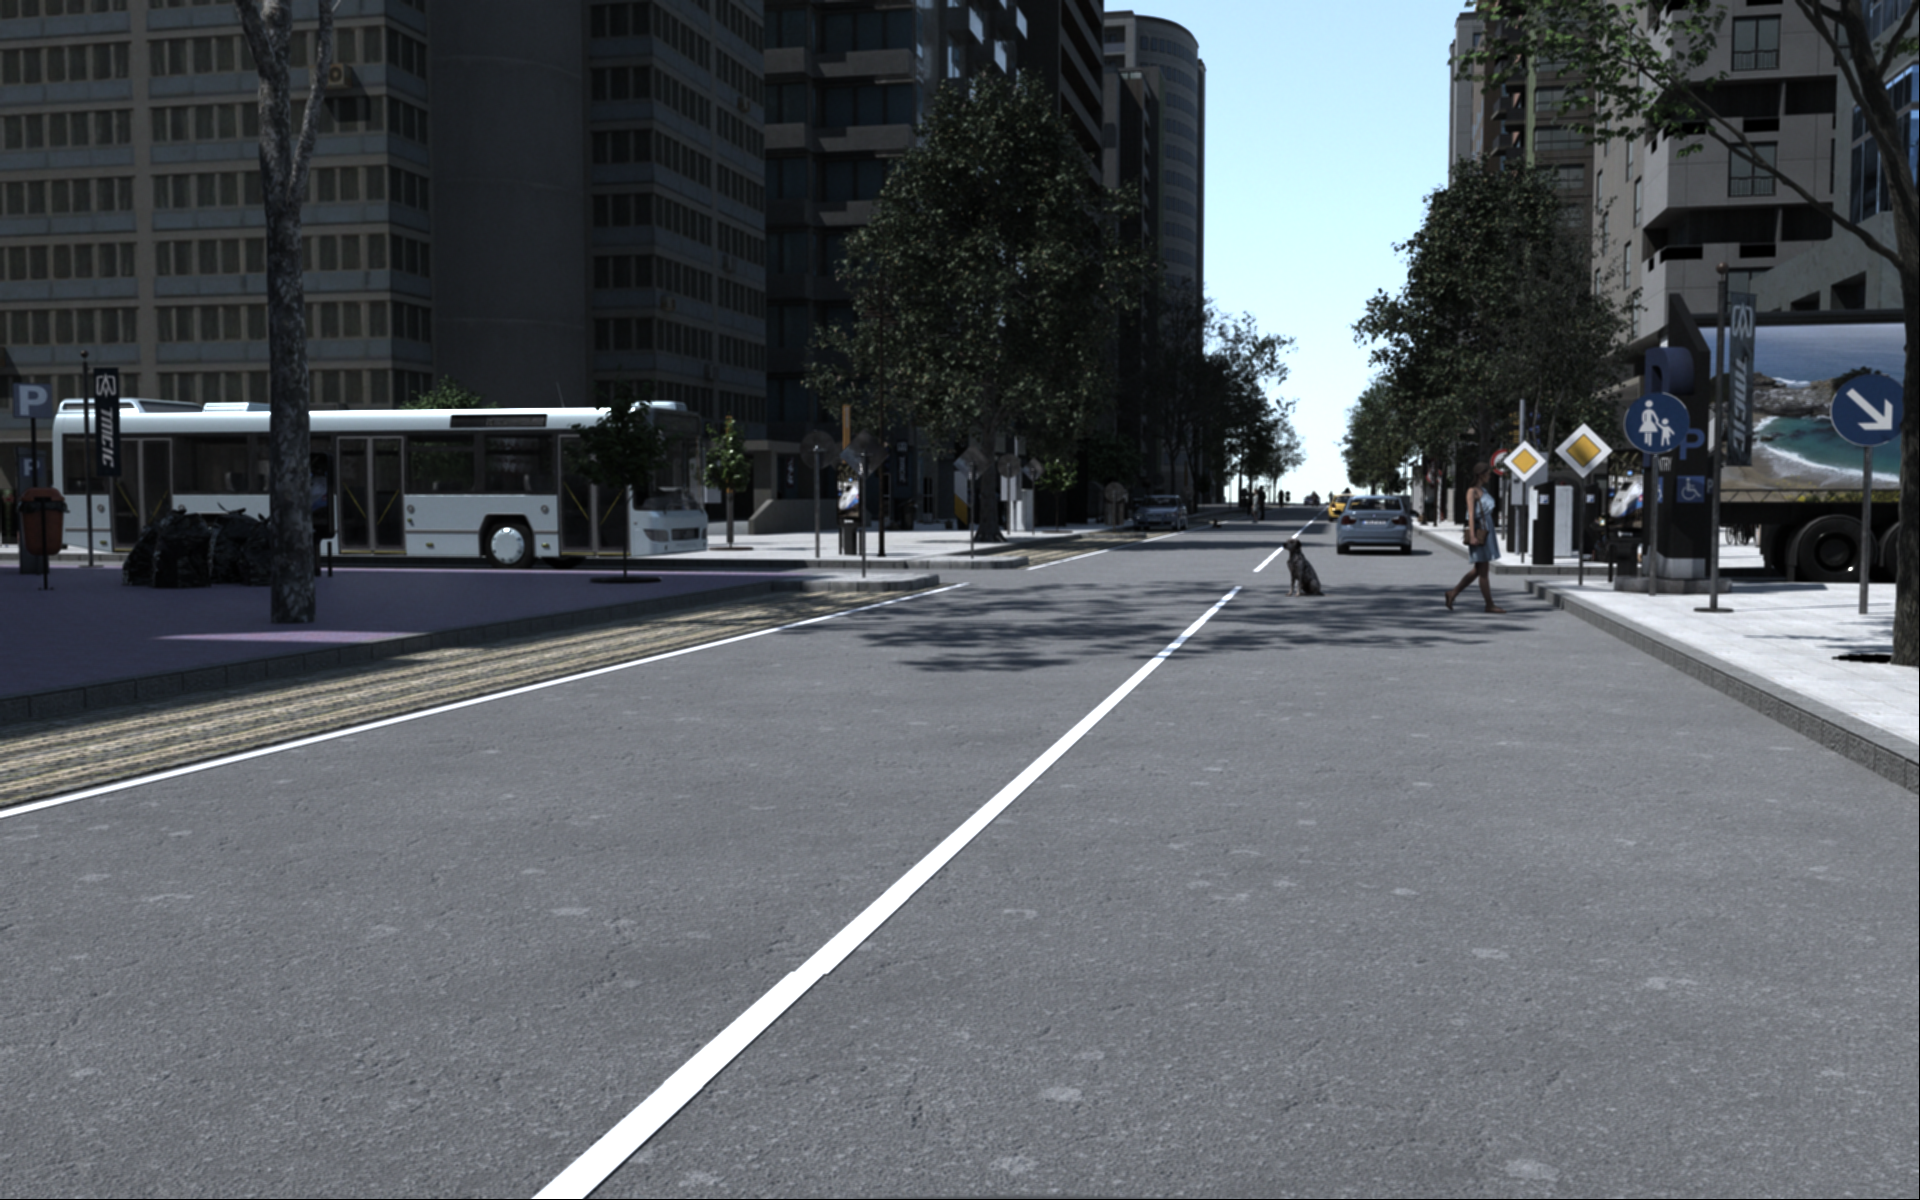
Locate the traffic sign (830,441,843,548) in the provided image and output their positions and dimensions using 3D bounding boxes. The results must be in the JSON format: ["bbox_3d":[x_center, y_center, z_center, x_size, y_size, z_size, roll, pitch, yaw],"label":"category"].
[{"bbox_3d":[-2.786,-2.528,41.438,0.768,2.556,0.104,1,4,17],"label":"traffic sign"}]

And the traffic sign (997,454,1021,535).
[{"bbox_3d":[1.529,-3.326,54.493,0.768,2.556,0.104,1,4,17],"label":"traffic sign"}]

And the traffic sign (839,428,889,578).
[{"bbox_3d":[-1.473,-1.401,26.550,0.795,2.450,0.064,1,4,12],"label":"traffic sign"}]

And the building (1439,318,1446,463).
[{"bbox_3d":[71.435,-33.722,234.942,14.154,41.232,14.086,1,4,12],"label":"building"}]

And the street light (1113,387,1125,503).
[{"bbox_3d":[6.539,-6.068,71.994,0.468,5.910,1.993,1,4,12],"label":"street light"}]

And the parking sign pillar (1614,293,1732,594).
[{"bbox_3d":[9.389,-2.095,22.719,1.447,3.967,1.447,0,4,5],"label":"parking sign pillar"}]

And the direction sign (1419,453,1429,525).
[{"bbox_3d":[19.281,-4.884,71.854,0.379,3.537,0.876,2,4,26],"label":"direction sign"}]

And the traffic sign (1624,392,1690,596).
[{"bbox_3d":[8.732,-1.325,21.768,0.768,2.556,0.104,1,4,20],"label":"traffic sign"}]

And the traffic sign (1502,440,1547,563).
[{"bbox_3d":[10.442,-1.740,32.089,0.795,2.450,0.064,1,4,12],"label":"traffic sign"}]

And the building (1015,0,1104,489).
[{"bbox_3d":[-1.907,-30.483,122.105,21.300,48.544,21.600,1,4,12],"label":"building"}]

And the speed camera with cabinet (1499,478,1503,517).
[{"bbox_3d":[30.572,-6.228,96.169,0.660,3.252,2.038,0,4,-3],"label":"speed camera with cabinet"}]

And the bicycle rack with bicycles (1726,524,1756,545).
[{"bbox_3d":[19.740,-1.923,44.819,2.925,0.926,2.852,-3,5,-43],"label":"bicycle rack with bicycles"}]

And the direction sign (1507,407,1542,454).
[{"bbox_3d":[14.712,-3.255,45.217,0.876,3.537,0.379,3,4,37],"label":"direction sign"}]

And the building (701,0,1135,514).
[{"bbox_3d":[-1.847,-27.753,145.644,32.217,40.220,23.993,1,4,12],"label":"building"}]

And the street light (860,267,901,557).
[{"bbox_3d":[-1.607,-3.828,35.380,0.468,5.910,1.993,1,4,12],"label":"street light"}]

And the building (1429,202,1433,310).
[{"bbox_3d":[74.863,-36.671,249.677,14.600,45.320,14.200,1,4,12],"label":"building"}]

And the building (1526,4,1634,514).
[{"bbox_3d":[45.750,-26.578,118.150,14.154,41.232,14.086,1,4,12],"label":"building"}]

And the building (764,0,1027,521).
[{"bbox_3d":[-8.662,-29.164,96.435,23.786,49.044,30.456,1,4,12],"label":"building"}]

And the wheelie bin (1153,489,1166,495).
[{"bbox_3d":[12.384,-6.099,107.619,0.980,1.594,0.693,2,4,29],"label":"wheelie bin"}]

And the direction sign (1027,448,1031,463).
[{"bbox_3d":[3.332,-5.068,74.864,0.876,3.537,0.379,1,4,15],"label":"direction sign"}]

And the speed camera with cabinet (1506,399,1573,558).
[{"bbox_3d":[11.939,-2.520,35.533,0.660,3.252,2.038,0,4,-2],"label":"speed camera with cabinet"}]

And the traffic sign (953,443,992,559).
[{"bbox_3d":[0.246,-1.878,34.348,0.795,2.450,0.064,1,4,12],"label":"traffic sign"}]

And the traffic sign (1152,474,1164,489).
[{"bbox_3d":[12.372,-6.610,108.180,0.768,2.556,0.104,1,4,19],"label":"traffic sign"}]

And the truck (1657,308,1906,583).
[{"bbox_3d":[16.912,-2.315,26.761,11.283,4.237,2.839,1,4,14],"label":"truck"}]

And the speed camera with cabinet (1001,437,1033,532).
[{"bbox_3d":[1.960,-3.968,59.210,0.660,3.252,2.038,1,4,19],"label":"speed camera with cabinet"}]

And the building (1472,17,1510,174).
[{"bbox_3d":[54.941,-31.222,160.585,14.600,45.320,14.200,1,4,12],"label":"building"}]

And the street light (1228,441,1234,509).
[{"bbox_3d":[22.913,-10.639,146.737,0.468,5.910,1.993,1,4,12],"label":"street light"}]

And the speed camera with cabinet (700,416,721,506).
[{"bbox_3d":[-6.750,-2.999,43.376,0.660,3.252,2.038,2,4,24],"label":"speed camera with cabinet"}]

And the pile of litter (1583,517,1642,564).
[{"bbox_3d":[12.336,-1.138,32.575,1.176,0.858,1.719,1,4,8],"label":"pile of litter"}]

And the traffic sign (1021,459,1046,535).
[{"bbox_3d":[2.295,-3.231,54.017,0.795,2.450,0.064,1,4,14],"label":"traffic sign"}]

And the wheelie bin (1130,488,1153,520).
[{"bbox_3d":[8.803,-4.716,85.007,0.980,1.594,0.693,1,4,20],"label":"wheelie bin"}]

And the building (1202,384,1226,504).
[{"bbox_3d":[22.736,-24.443,244.686,27.650,21.520,28.899,1,4,12],"label":"building"}]

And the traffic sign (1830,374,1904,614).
[{"bbox_3d":[9.654,-1.121,18.434,0.768,2.556,0.104,1,4,21],"label":"traffic sign"}]

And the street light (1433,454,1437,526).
[{"bbox_3d":[18.849,-5.855,68.517,0.468,5.910,1.993,1,4,12],"label":"street light"}]

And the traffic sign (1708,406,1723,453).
[{"bbox_3d":[10.134,-1.462,24.007,0.768,2.556,0.104,1,4,20],"label":"traffic sign"}]

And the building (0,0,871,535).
[{"bbox_3d":[-20.686,-22.705,63.108,32.217,40.220,23.993,1,4,12],"label":"building"}]

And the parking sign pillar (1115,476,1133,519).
[{"bbox_3d":[8.501,-6.214,90.064,1.447,3.967,1.447,2,4,29],"label":"parking sign pillar"}]

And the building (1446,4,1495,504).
[{"bbox_3d":[70.607,-41.016,212.610,21.231,58.520,28.212,1,4,12],"label":"building"}]

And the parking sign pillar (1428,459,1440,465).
[{"bbox_3d":[27.874,-6.958,102.240,1.447,3.967,1.447,0,4,-5],"label":"parking sign pillar"}]

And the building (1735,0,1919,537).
[{"bbox_3d":[38.488,-44.778,44.789,31.000,86.520,22.319,1,4,12],"label":"building"}]

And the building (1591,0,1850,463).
[{"bbox_3d":[46.475,-30.198,82.972,28.713,52.752,27.495,1,4,12],"label":"building"}]

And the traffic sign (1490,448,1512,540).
[{"bbox_3d":[15.155,-2.945,48.257,0.768,2.556,0.104,1,4,17],"label":"traffic sign"}]

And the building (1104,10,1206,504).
[{"bbox_3d":[18.574,-41.146,214.737,21.231,58.520,28.212,1,4,12],"label":"building"}]

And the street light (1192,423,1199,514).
[{"bbox_3d":[14.964,-8.413,110.334,0.468,5.910,1.993,1,4,12],"label":"street light"}]

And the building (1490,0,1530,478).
[{"bbox_3d":[54.363,-29.608,138.721,22.147,44.769,28.867,1,4,12],"label":"building"}]

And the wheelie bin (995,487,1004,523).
[{"bbox_3d":[1.492,-4.097,74.895,0.693,1.594,0.980,-2,4,-29],"label":"wheelie bin"}]

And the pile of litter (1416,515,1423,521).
[{"bbox_3d":[22.778,-4.290,84.098,1.719,0.858,1.176,-1,4,-19],"label":"pile of litter"}]

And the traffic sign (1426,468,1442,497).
[{"bbox_3d":[22.672,-5.065,82.917,0.768,2.556,0.104,1,4,16],"label":"traffic sign"}]

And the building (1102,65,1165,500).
[{"bbox_3d":[11.313,-29.274,162.229,14.154,41.232,14.086,1,4,12],"label":"building"}]

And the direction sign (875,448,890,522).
[{"bbox_3d":[-3.584,-5.369,79.773,0.876,3.537,0.379,-3,5,-43],"label":"direction sign"}]

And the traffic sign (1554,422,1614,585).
[{"bbox_3d":[8.723,-1.263,24.290,0.795,2.450,0.064,1,4,12],"label":"traffic sign"}]

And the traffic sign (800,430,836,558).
[{"bbox_3d":[-2.860,-2.116,34.706,0.768,2.556,0.104,1,4,15],"label":"traffic sign"}]
